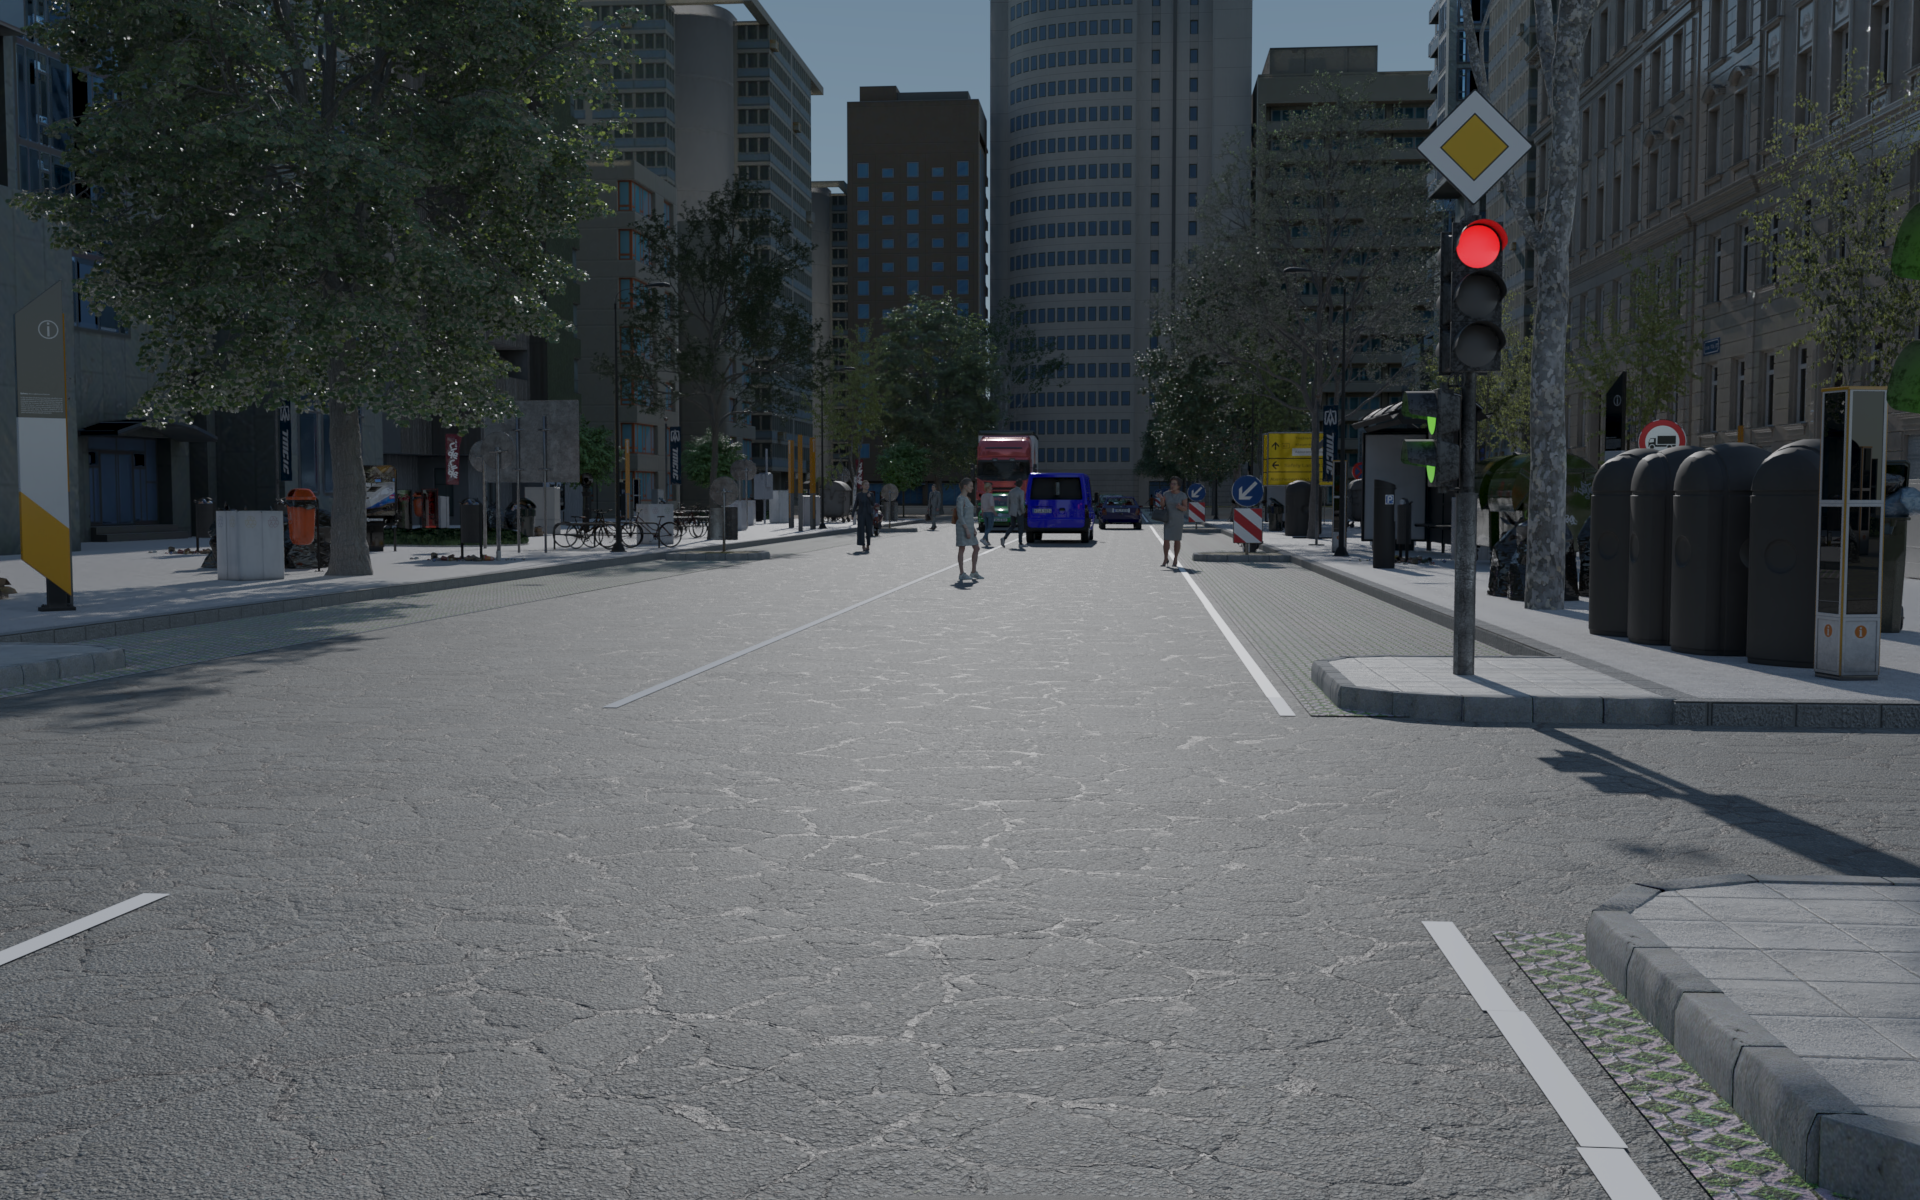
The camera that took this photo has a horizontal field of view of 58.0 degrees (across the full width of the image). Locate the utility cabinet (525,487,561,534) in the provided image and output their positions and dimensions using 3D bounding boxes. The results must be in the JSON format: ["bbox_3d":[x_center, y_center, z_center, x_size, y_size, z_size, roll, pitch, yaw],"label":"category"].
[{"bbox_3d":[-13.186,-2.819,54.762,1.173,1.500,0.318,2,4,27],"label":"utility cabinet"}]

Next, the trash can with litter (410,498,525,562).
[{"bbox_3d":[-9.689,-1.379,33.606,2.233,1.210,1.678,2,4,30],"label":"trash can with litter"}]

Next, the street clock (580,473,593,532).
[{"bbox_3d":[-12.567,-3.284,58.271,0.471,2.002,0.358,-1,4,-12],"label":"street clock"}]

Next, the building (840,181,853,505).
[{"bbox_3d":[-23.032,-31.341,204.308,23.993,40.220,32.217,0,4,5],"label":"building"}]

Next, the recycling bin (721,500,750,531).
[{"bbox_3d":[-7.941,-2.956,60.887,0.722,1.027,0.722,1,4,10],"label":"recycling bin"}]

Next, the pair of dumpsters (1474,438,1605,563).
[{"bbox_3d":[9.927,-1.697,30.248,1.574,2.255,4.437,0,4,5],"label":"pair of dumpsters"}]

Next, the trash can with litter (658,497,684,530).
[{"bbox_3d":[-10.382,-3.112,62.264,1.055,1.170,0.624,0,4,-3],"label":"trash can with litter"}]

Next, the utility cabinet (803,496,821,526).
[{"bbox_3d":[-6.087,-3.618,70.322,0.306,1.237,1.020,2,4,35],"label":"utility cabinet"}]

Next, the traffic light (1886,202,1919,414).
[{"bbox_3d":[2.795,-0.938,4.255,0.839,4.253,0.868,0,4,5],"label":"traffic light"}]

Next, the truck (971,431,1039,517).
[{"bbox_3d":[2.195,-5.494,78.743,2.839,4.237,11.283,0,4,4],"label":"truck"}]

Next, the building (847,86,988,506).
[{"bbox_3d":[-4.410,-33.217,193.211,14.200,45.320,14.600,0,4,5],"label":"building"}]

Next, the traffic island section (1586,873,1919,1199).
[{"bbox_3d":[2.834,1.096,4.365,2.009,0.180,2.903,0,4,5],"label":"traffic island section"}]

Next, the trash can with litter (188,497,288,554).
[{"bbox_3d":[-13.579,-1.398,33.914,1.678,1.210,2.233,3,5,42],"label":"trash can with litter"}]

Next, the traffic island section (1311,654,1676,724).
[{"bbox_3d":[3.602,0.610,12.313,2.009,0.180,2.903,0,4,5],"label":"traffic island section"}]

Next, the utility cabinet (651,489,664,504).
[{"bbox_3d":[-13.779,-4.303,79.035,0.318,1.500,1.173,-2,4,-24],"label":"utility cabinet"}]

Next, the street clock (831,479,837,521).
[{"bbox_3d":[-6.058,-4.798,83.022,0.358,2.002,0.471,-2,4,-28],"label":"street clock"}]

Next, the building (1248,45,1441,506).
[{"bbox_3d":[42.580,-34.731,191.551,21.600,48.544,21.300,0,4,5],"label":"building"}]

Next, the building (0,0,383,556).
[{"bbox_3d":[-30.350,-44.623,42.262,22.319,86.520,31.000,0,4,5],"label":"building"}]

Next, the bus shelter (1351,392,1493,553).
[{"bbox_3d":[9.663,-2.617,36.707,2.014,3.302,5.546,0,4,5],"label":"bus shelter"}]

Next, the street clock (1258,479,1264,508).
[{"bbox_3d":[14.869,-4.974,85.891,0.471,2.002,0.358,0,4,-6],"label":"street clock"}]

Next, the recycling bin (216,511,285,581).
[{"bbox_3d":[-10.645,-0.821,25.980,0.722,1.027,0.722,3,5,40],"label":"recycling bin"}]

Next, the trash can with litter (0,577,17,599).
[{"bbox_3d":[-12.094,-0.597,21.150,1.055,1.170,0.624,0,4,0],"label":"trash can with litter"}]

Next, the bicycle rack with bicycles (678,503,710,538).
[{"bbox_3d":[-8.261,-2.311,51.168,2.852,0.926,2.925,3,5,43],"label":"bicycle rack with bicycles"}]

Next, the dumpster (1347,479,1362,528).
[{"bbox_3d":[15.374,-3.683,65.972,1.264,1.857,1.865,0,4,5],"label":"dumpster"}]

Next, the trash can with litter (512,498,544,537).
[{"bbox_3d":[-12.980,-2.494,52.157,0.624,1.170,1.055,1,4,15],"label":"trash can with litter"}]

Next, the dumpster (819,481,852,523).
[{"bbox_3d":[-5.617,-4.405,77.778,1.264,1.857,1.865,0,4,5],"label":"dumpster"}]

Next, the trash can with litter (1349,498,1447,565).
[{"bbox_3d":[8.252,-1.296,32.242,1.678,1.210,2.233,0,4,1],"label":"trash can with litter"}]

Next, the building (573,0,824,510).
[{"bbox_3d":[-24.237,-27.191,136.454,23.993,40.220,32.217,0,4,5],"label":"building"}]

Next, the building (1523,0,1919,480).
[{"bbox_3d":[32.451,-16.806,72.037,12.463,27.353,25.104,0,4,5],"label":"building"}]

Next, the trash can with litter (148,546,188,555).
[{"bbox_3d":[-16.508,-1.613,37.430,2.233,1.210,1.678,1,4,23],"label":"trash can with litter"}]

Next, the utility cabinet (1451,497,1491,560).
[{"bbox_3d":[10.078,-1.372,33.597,1.020,1.237,0.306,0,4,0],"label":"utility cabinet"}]

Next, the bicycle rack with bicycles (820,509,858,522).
[{"bbox_3d":[-5.798,-4.104,80.486,2.925,0.926,2.852,-1,4,-11],"label":"bicycle rack with bicycles"}]

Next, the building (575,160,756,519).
[{"bbox_3d":[-29.190,-15.931,105.511,27.650,21.520,28.899,0,4,5],"label":"building"}]

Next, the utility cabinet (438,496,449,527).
[{"bbox_3d":[-16.617,-2.710,55.463,0.306,1.237,1.020,-2,4,-30],"label":"utility cabinet"}]

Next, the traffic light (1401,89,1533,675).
[{"bbox_3d":[3.563,-1.424,12.203,0.839,4.253,0.868,0,4,5],"label":"traffic light"}]

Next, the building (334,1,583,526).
[{"bbox_3d":[-25.304,-18.497,74.125,14.160,30.474,14.107,0,4,5],"label":"building"}]

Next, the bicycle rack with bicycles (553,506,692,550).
[{"bbox_3d":[-8.389,-1.680,40.847,2.925,0.926,2.852,1,4,20],"label":"bicycle rack with bicycles"}]

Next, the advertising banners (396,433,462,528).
[{"bbox_3d":[-15.203,-3.263,49.540,2.074,3.025,0.090,-3,4,-38],"label":"advertising banners"}]

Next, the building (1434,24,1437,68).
[{"bbox_3d":[67.415,-39.591,189.309,28.212,58.520,21.231,0,4,5],"label":"building"}]

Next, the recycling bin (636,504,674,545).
[{"bbox_3d":[-7.809,-1.944,44.341,0.722,1.027,0.722,-3,5,-39],"label":"recycling bin"}]

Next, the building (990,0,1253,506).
[{"bbox_3d":[17.663,-39.894,194.268,28.212,58.520,21.231,0,4,5],"label":"building"}]

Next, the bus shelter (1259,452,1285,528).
[{"bbox_3d":[12.102,-4.229,63.074,2.014,3.302,5.546,0,4,6],"label":"bus shelter"}]

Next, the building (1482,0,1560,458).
[{"bbox_3d":[44.536,-25.037,101.239,32.217,40.220,23.993,0,4,5],"label":"building"}]

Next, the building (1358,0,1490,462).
[{"bbox_3d":[43.320,-49.855,127.804,22.319,86.520,31.000,0,4,5],"label":"building"}]

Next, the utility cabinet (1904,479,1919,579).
[{"bbox_3d":[14.523,-1.062,26.037,0.318,1.500,1.173,1,4,10],"label":"utility cabinet"}]

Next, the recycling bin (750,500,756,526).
[{"bbox_3d":[-8.701,-3.534,70.341,0.722,1.027,0.722,0,4,1],"label":"recycling bin"}]

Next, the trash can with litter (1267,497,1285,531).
[{"bbox_3d":[11.127,-2.955,59.706,1.055,1.170,0.624,2,4,25],"label":"trash can with litter"}]

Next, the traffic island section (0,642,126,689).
[{"bbox_3d":[-7.936,0.541,13.428,2.009,0.180,2.903,0,4,5],"label":"traffic island section"}]
